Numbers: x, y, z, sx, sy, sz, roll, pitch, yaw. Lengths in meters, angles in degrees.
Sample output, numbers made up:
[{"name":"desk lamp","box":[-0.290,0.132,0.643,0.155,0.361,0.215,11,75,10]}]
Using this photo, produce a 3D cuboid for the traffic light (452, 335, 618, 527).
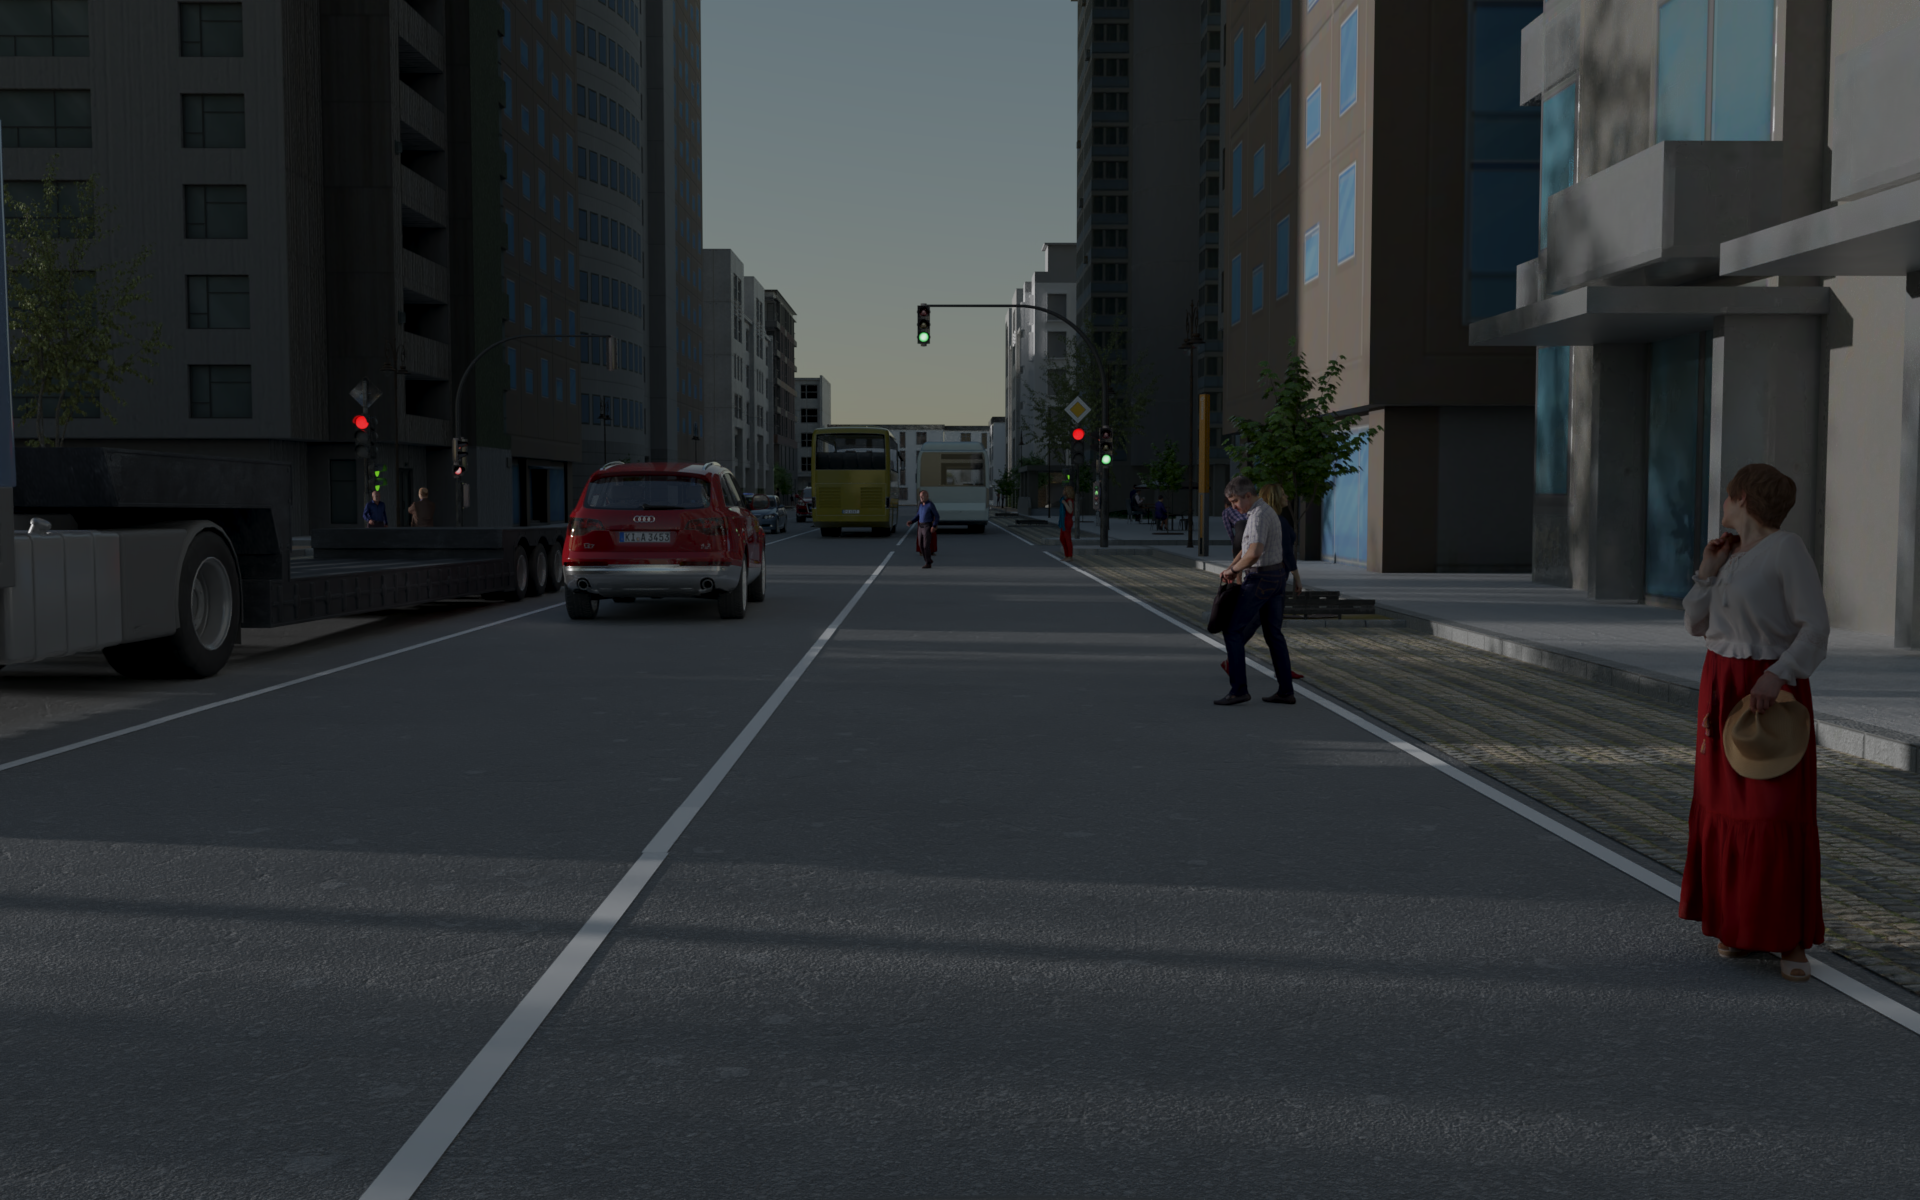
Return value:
[{"name":"traffic light","box":[-12.182,-4.574,49.457,4.771,5.953,1.251,0,4,-1]}]

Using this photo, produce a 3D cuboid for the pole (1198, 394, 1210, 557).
[{"name":"pole","box":[5.006,-2.549,35.526,0.158,3.312,0.155,0,3,0]}]

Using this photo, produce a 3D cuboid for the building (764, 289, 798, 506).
[{"name":"building","box":[-34.676,-20.965,186.750,32.646,21.610,27.936,0,4,-1]}]

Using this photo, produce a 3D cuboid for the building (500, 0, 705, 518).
[{"name":"building","box":[-24.671,-28.304,112.873,14.600,45.320,14.200,0,4,-1]}]

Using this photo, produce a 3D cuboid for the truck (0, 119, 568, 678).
[{"name":"truck","box":[-7.002,-1.632,16.443,2.967,4.110,18.799,0,3,0]}]

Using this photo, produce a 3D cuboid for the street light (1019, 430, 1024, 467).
[{"name":"street light","box":[4.404,-9.267,124.310,0.468,5.910,1.993,0,4,-1]}]

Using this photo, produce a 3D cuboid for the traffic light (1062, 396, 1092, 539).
[{"name":"traffic light","box":[3.347,-3.713,49.632,0.839,4.253,0.868,0,4,-1]}]

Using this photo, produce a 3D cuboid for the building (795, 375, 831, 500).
[{"name":"building","box":[-32.366,-21.382,216.060,31.486,18.905,16.747,0,4,-1]}]

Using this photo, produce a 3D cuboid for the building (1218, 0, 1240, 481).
[{"name":"building","box":[24.776,-29.040,64.051,27.495,52.752,28.713,0,4,-1]}]

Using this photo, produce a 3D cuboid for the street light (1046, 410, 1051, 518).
[{"name":"street light","box":[4.809,-7.361,93.138,0.468,5.910,1.993,0,4,-1]}]

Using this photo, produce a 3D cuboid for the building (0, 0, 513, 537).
[{"name":"building","box":[-23.226,-17.341,55.224,14.160,30.474,14.107,0,4,-1]}]

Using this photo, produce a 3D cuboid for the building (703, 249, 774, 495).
[{"name":"building","box":[-25.054,-16.770,140.653,16.747,18.905,31.486,0,4,-1]}]

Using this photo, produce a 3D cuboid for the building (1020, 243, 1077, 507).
[{"name":"building","box":[12.850,-17.109,136.147,16.016,20.091,11.380,0,4,-1]}]

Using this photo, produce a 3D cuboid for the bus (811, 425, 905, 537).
[{"name":"bus","box":[-3.534,-4.257,61.154,2.896,3.916,12.252,0,4,-1]}]

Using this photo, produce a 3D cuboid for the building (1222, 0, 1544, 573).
[{"name":"building","box":[13.303,-23.446,33.454,14.600,45.320,14.200,0,4,-1]}]

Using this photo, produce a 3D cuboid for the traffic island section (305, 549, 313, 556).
[{"name":"traffic island section","box":[-14.213,-1.178,41.545,2.009,0.180,2.903,0,4,-1]}]

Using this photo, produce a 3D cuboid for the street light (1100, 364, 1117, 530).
[{"name":"street light","box":[5.279,-5.441,61.747,0.468,5.910,1.993,0,4,-1]}]

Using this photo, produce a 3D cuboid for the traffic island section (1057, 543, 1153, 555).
[{"name":"traffic island section","box":[3.487,-1.191,41.762,2.009,0.180,2.903,0,4,-1]}]

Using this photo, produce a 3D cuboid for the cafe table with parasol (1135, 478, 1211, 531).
[{"name":"cafe table with parasol","box":[7.469,-3.425,60.864,2.610,1.966,2.610,1,4,20]}]

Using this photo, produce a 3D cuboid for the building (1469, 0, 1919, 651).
[{"name":"building","box":[17.986,-23.939,11.011,23.786,49.044,30.456,0,4,-1]}]

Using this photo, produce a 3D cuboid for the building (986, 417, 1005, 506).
[{"name":"building","box":[8.035,-15.008,187.526,9.099,9.664,28.070,0,4,-1]}]

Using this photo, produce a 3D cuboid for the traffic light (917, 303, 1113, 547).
[{"name":"traffic light","box":[1.356,-4.086,41.480,4.771,5.953,1.251,0,4,-1]}]

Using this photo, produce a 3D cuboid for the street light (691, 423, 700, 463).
[{"name":"street light","box":[-17.202,-8.570,112.904,0.468,5.910,1.993,0,4,-1]}]

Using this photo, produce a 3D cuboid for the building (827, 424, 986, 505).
[{"name":"building","box":[-1.991,-16.567,213.017,28.070,9.664,9.099,0,4,-1]}]

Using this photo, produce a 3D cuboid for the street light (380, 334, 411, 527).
[{"name":"street light","box":[-16.334,-4.736,50.228,0.468,5.910,1.993,0,4,-1]}]

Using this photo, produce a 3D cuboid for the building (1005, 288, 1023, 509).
[{"name":"building","box":[13.090,-17.806,157.582,16.747,18.905,31.486,0,4,-1]}]

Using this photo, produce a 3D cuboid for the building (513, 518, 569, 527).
[{"name":"building","box":[-23.680,-25.614,68.893,14.600,45.320,14.200,0,4,-1]}]

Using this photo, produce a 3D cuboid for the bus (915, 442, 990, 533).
[{"name":"bus","box":[-0.332,-4.435,67.372,2.948,3.499,13.247,0,4,-1]}]

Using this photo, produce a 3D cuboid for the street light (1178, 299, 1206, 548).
[{"name":"street light","box":[5.515,-4.191,41.309,0.468,5.910,1.993,0,4,-1]}]

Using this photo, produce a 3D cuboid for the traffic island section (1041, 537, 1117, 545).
[{"name":"traffic island section","box":[3.387,-1.680,49.746,2.009,0.180,2.903,0,4,-1]}]

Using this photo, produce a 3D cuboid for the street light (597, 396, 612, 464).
[{"name":"street light","box":[-16.741,-6.663,81.733,0.468,5.910,1.993,0,4,-1]}]

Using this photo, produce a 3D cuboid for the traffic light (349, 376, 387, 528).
[{"name":"traffic light","box":[-14.173,-3.210,41.411,0.839,4.253,0.868,0,4,-1]}]

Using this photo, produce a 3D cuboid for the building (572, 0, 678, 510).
[{"name":"building","box":[-27.710,-33.578,90.995,21.231,58.520,28.212,0,4,-1]}]

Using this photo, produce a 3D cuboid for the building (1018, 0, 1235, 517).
[{"name":"building","box":[20.056,-25.470,108.323,32.217,40.220,23.993,0,4,-1]}]
